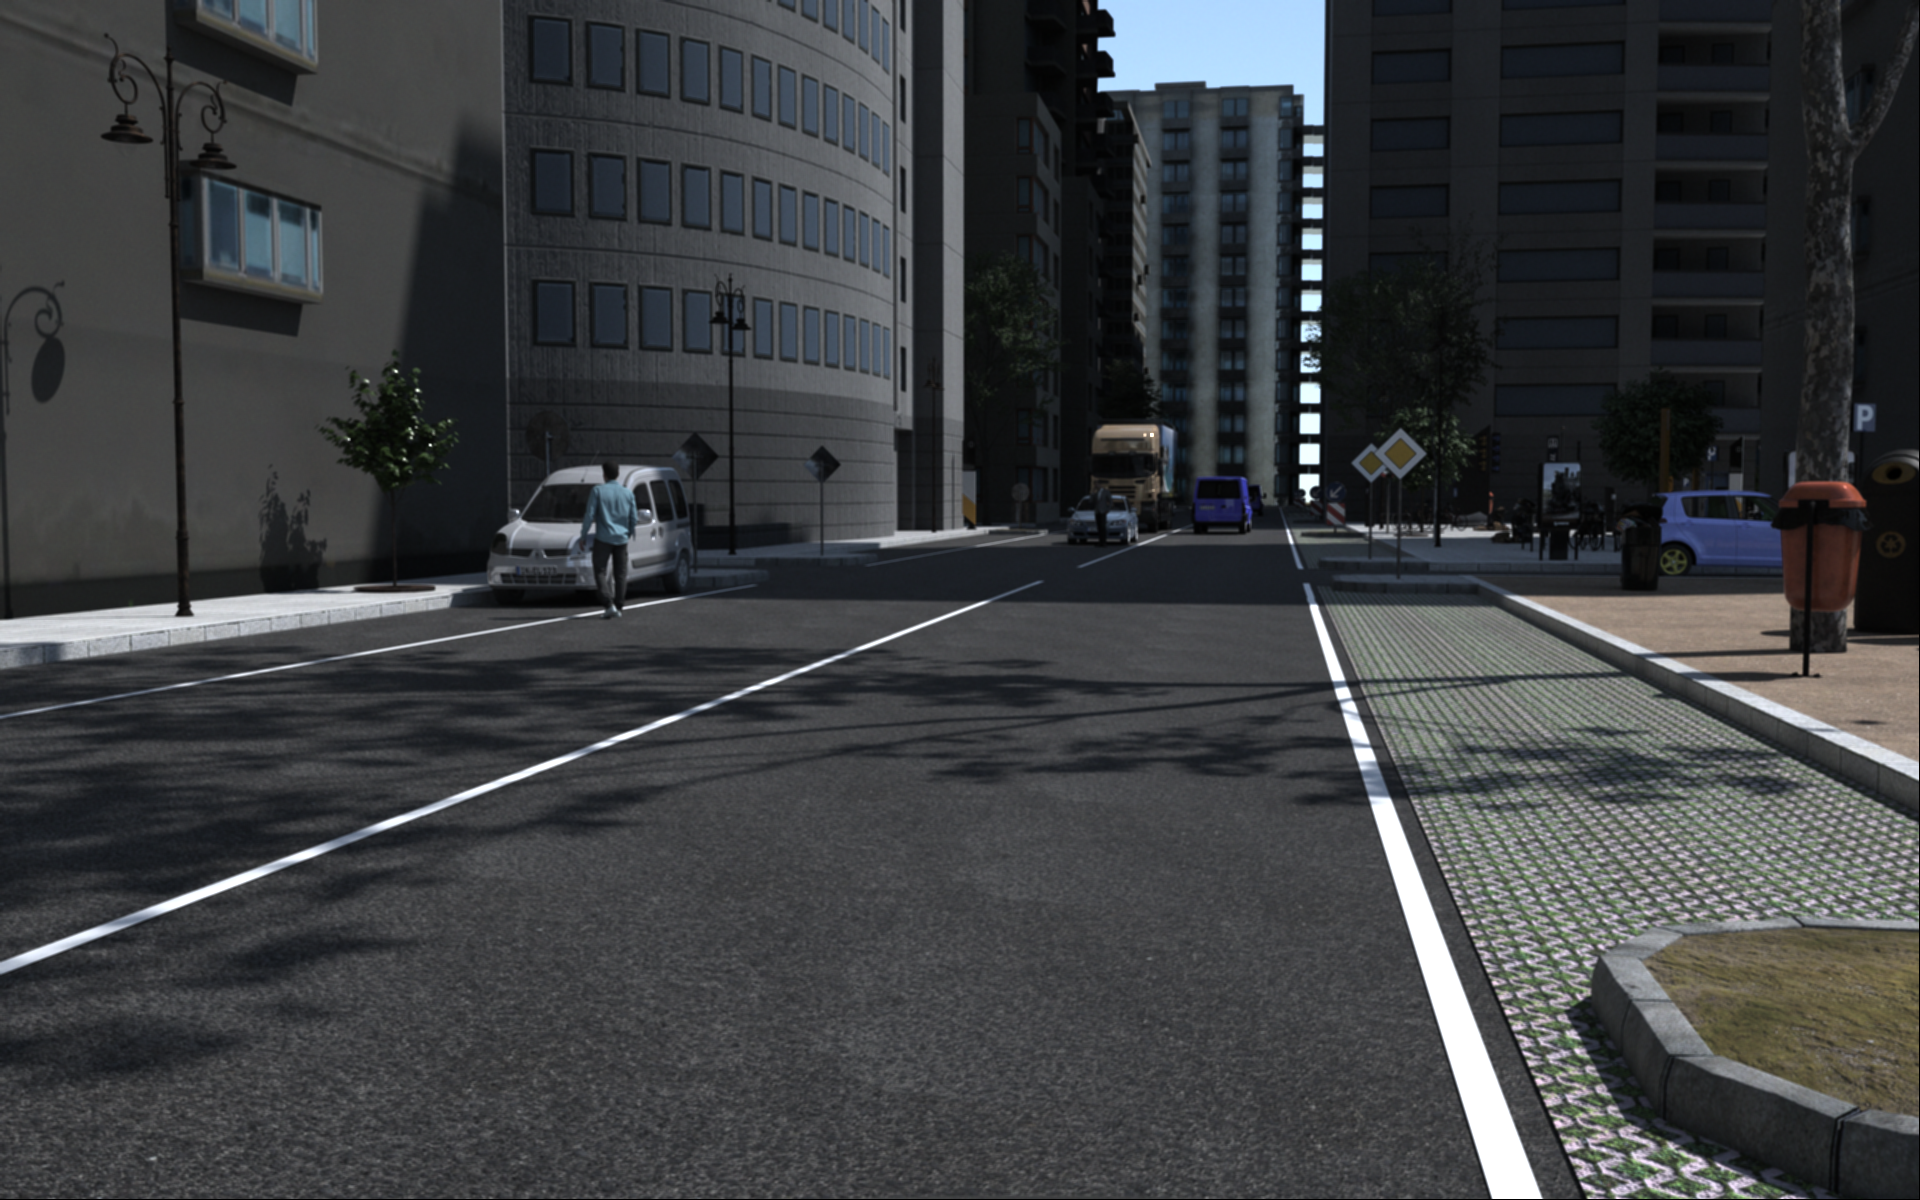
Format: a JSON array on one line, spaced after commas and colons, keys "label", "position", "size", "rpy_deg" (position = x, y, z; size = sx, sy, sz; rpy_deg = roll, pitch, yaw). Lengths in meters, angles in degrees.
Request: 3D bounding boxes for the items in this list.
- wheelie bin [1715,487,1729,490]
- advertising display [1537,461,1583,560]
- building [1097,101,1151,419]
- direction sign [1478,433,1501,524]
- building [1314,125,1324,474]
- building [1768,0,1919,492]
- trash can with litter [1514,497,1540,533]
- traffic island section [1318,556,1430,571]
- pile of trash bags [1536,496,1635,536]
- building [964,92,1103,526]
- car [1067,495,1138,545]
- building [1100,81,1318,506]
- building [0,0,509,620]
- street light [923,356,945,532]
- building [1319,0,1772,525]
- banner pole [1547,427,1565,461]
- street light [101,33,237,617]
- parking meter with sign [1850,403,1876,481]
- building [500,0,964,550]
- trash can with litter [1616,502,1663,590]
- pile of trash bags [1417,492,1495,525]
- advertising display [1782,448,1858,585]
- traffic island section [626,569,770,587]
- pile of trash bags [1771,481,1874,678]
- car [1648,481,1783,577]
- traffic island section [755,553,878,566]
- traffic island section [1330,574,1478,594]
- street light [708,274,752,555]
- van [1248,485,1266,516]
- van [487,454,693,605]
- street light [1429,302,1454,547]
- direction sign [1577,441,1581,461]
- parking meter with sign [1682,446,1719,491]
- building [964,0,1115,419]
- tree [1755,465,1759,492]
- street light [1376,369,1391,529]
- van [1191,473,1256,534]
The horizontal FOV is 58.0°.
[{"label": "wheelie bin", "position": [32.151, -3.977, 72.925], "size": [0.980, 1.594, 0.693], "rpy_deg": [0, 4, -2]}, {"label": "advertising display", "position": [11.634, -1.737, 33.611], "size": [0.974, 1.923, 0.123], "rpy_deg": [-1, 4, -21]}, {"label": "building", "position": [6.204, -29.250, 170.118], "size": [23.993, 40.220, 32.217], "rpy_deg": [1, 4, 10]}, {"label": "direction sign", "position": [19.599, -4.415, 64.178], "size": [0.876, 3.537, 0.379], "rpy_deg": [3, 5, 45]}, {"label": "building", "position": [55.876, -35.447, 199.174], "size": [30.456, 49.044, 23.786], "rpy_deg": [1, 4, 10]}, {"label": "building", "position": [75.479, -32.959, 162.584], "size": [21.600, 48.544, 21.300], "rpy_deg": [1, 4, 10]}, {"label": "trash can with litter", "position": [18.799, -2.791, 57.023], "size": [1.055, 1.170, 0.624], "rpy_deg": [-2, 4, -28]}, {"label": "traffic island section", "position": [8.073, -0.718, 34.016], "size": [2.009, 0.180, 2.903], "rpy_deg": [1, 4, 10]}, {"label": "pile of trash bags", "position": [19.931, -2.758, 54.841], "size": [3.447, 1.369, 1.912], "rpy_deg": [3, 5, 42]}, {"label": "building", "position": [-7.701, -15.072, 91.462], "size": [27.650, 21.520, 28.899], "rpy_deg": [1, 4, 10]}, {"label": "car", "position": [4.179, -2.341, 50.283], "size": [2.014, 1.417, 4.499], "rpy_deg": [1, 4, 10]}, {"label": "building", "position": [25.841, -35.756, 204.223], "size": [30.456, 49.044, 23.786], "rpy_deg": [1, 4, 10]}, {"label": "building", "position": [-19.872, -24.195, 19.284], "size": [21.600, 48.544, 21.300], "rpy_deg": [1, 4, 10]}, {"label": "street light", "position": [-0.869, -5.205, 57.893], "size": [0.468, 5.910, 1.993], "rpy_deg": [1, 4, 10]}, {"label": "building", "position": [29.688, -33.509, 89.867], "size": [21.231, 58.520, 28.212], "rpy_deg": [1, 4, 10]}, {"label": "banner pole", "position": [22.269, -4.567, 64.695], "size": [0.401, 3.779, 0.863], "rpy_deg": [-3, 4, -38]}, {"label": "street light", "position": [-8.148, -2.766, 18.018], "size": [0.468, 5.910, 1.993], "rpy_deg": [1, 4, 10]}, {"label": "parking meter with sign", "position": [17.086, -2.317, 34.140], "size": [0.543, 3.016, 1.738], "rpy_deg": [-1, 4, -19]}, {"label": "building", "position": [-12.689, -31.133, 51.016], "size": [21.231, 58.520, 28.212], "rpy_deg": [1, 4, 10]}, {"label": "trash can with litter", "position": [9.085, -0.731, 23.347], "size": [0.624, 1.170, 1.055], "rpy_deg": [1, 4, 12]}, {"label": "pile of trash bags", "position": [20.984, -3.878, 73.153], "size": [1.912, 1.369, 3.447], "rpy_deg": [-3, 5, -42]}, {"label": "advertising display", "position": [12.084, -1.172, 24.370], "size": [0.974, 1.923, 0.123], "rpy_deg": [0, 4, 4]}, {"label": "traffic island section", "position": [-4.319, -0.359, 28.154], "size": [2.009, 0.180, 2.903], "rpy_deg": [1, 4, 10]}, {"label": "pile of trash bags", "position": [7.155, -0.100, 11.384], "size": [3.447, 1.369, 1.912], "rpy_deg": [3, 5, 42]}, {"label": "car", "position": [13.400, -1.224, 29.601], "size": [3.694, 1.707, 1.945], "rpy_deg": [1, 4, 11]}, {"label": "traffic island section", "position": [-2.888, -0.840, 36.010], "size": [2.009, 0.180, 2.903], "rpy_deg": [1, 4, 10]}, {"label": "traffic island section", "position": [6.642, -0.237, 26.160], "size": [2.009, 0.180, 2.903], "rpy_deg": [1, 4, 10]}, {"label": "street light", "position": [-4.818, -3.895, 36.474], "size": [0.468, 5.910, 1.993], "rpy_deg": [1, 4, 10]}, {"label": "van", "position": [19.083, -6.738, 114.552], "size": [2.240, 2.365, 5.245], "rpy_deg": [1, 4, 11]}, {"label": "van", "position": [-4.994, -1.021, 23.712], "size": [2.013, 2.044, 4.112], "rpy_deg": [1, 4, 9]}, {"label": "street light", "position": [11.613, -4.227, 41.906], "size": [0.468, 5.910, 1.993], "rpy_deg": [1, 4, 10]}, {"label": "direction sign", "position": [26.476, -5.027, 74.182], "size": [0.379, 3.537, 0.876], "rpy_deg": [1, 4, 13]}, {"label": "parking meter with sign", "position": [26.435, -4.049, 62.469], "size": [1.738, 3.016, 0.543], "rpy_deg": [-1, 4, -17]}, {"label": "building", "position": [-0.467, -28.849, 126.302], "size": [22.147, 44.769, 28.867], "rpy_deg": [1, 4, 10]}, {"label": "tree", "position": [44.740, -6.236, 96.563], "size": [1.663, 3.219, 1.824], "rpy_deg": [0, 3, 0]}, {"label": "street light", "position": [15.642, -5.581, 64.040], "size": [0.468, 5.910, 1.993], "rpy_deg": [1, 4, 10]}, {"label": "van", "position": [9.648, -3.616, 63.504], "size": [2.240, 2.365, 5.245], "rpy_deg": [1, 4, 12]}]
